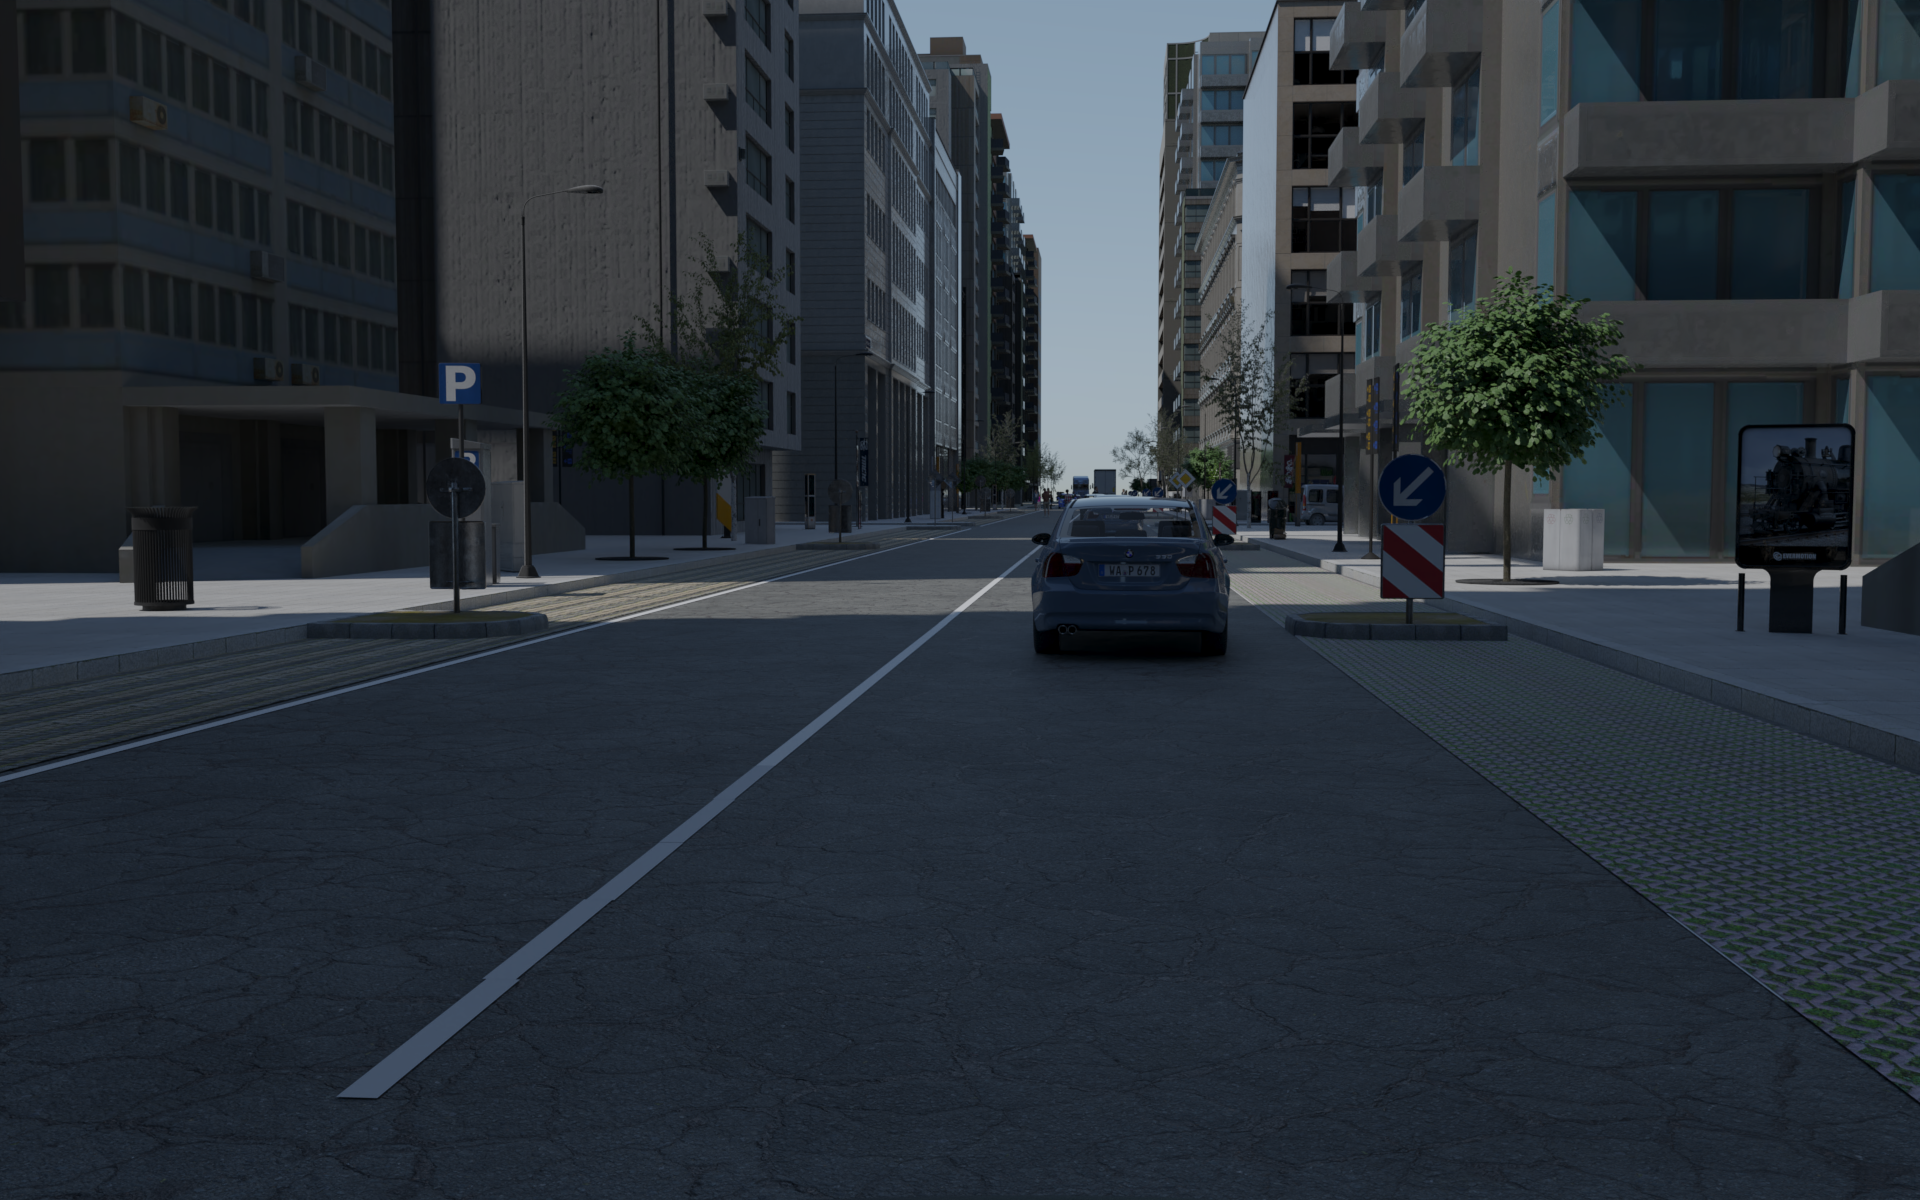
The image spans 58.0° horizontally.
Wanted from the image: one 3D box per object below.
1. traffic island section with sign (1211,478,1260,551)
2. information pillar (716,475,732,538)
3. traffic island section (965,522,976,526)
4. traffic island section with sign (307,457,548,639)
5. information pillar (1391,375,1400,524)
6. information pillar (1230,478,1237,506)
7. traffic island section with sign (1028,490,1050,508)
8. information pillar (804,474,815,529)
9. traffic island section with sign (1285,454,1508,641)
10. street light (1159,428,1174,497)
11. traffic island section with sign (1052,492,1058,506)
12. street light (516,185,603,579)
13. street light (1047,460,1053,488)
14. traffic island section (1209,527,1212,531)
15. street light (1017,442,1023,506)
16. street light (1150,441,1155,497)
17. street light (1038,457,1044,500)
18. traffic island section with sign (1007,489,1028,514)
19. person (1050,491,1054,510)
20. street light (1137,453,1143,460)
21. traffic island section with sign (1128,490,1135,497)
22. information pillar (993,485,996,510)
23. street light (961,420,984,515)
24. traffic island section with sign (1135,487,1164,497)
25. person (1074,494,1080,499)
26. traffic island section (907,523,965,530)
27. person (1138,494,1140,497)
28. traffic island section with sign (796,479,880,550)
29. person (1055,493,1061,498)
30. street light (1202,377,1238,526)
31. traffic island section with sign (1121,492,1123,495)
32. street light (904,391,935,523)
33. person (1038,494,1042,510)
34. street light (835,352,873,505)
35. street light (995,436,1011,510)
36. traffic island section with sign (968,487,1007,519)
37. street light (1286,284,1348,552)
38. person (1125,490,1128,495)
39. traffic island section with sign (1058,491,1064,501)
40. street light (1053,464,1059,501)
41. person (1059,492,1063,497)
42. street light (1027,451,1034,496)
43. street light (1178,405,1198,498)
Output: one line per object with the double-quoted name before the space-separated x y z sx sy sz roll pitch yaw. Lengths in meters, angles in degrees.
"traffic island section with sign" 6.651 -2.204 44.656 1.989 1.847 2.006 0 4 5
"information pillar" -6.819 -3.593 50.105 0.504 3.616 0.183 -3 4 -38
"traffic island section" -0.362 -3.411 78.050 2.009 0.180 2.903 0 4 5
"traffic island section with sign" -5.393 -0.570 17.947 1.989 1.847 2.006 0 4 5
"information pillar" 8.527 -2.602 33.904 0.183 3.616 0.504 1 4 18
"information pillar" 12.770 -4.667 80.801 0.304 2.012 0.304 1 4 12
"traffic island section with sign" 7.895 -10.285 176.785 1.989 1.847 2.006 0 4 5
"information pillar" -5.458 -3.579 63.002 0.304 2.012 0.304 -2 4 -30
"traffic island section with sign" 4.399 -0.561 17.795 1.989 1.847 2.006 0 4 5
"street light" 14.734 -9.089 121.148 1.470 5.913 1.316 0 4 5
"traffic island section with sign" 10.205 -11.973 204.382 1.989 1.847 2.006 0 4 5
"street light" -6.057 -3.285 26.243 1.470 5.913 1.316 0 4 5
"street light" 11.612 -16.244 238.134 1.470 5.913 1.316 0 4 5
"traffic island section" 9.028 -2.873 69.249 2.009 0.180 2.903 0 4 5
"street light" 4.758 -11.154 154.910 1.470 5.913 1.316 0 4 5
"street light" 17.262 -10.948 151.545 1.470 5.913 1.316 0 4 5
"street light" 9.701 -14.873 215.713 1.470 5.913 1.316 0 4 5
"traffic island section with sign" 3.772 -7.272 127.525 1.989 1.847 2.006 0 4 5
"person" 8.484 -9.201 159.644 0.721 1.735 1.217 0 4 -6
"street light" 21.254 -13.775 197.754 1.470 5.913 1.316 0 4 5
"traffic island section with sign" 13.507 -7.216 126.610 1.989 1.847 2.006 0 4 5
"information pillar" 2.758 -8.185 138.313 0.304 2.012 0.304 0 3 0
"street light" 0.808 -8.304 108.315 1.470 5.913 1.316 0 4 5
"traffic island section with sign" 11.205 -5.538 99.167 1.989 1.847 2.006 0 4 5
"person" 11.783 -9.923 173.976 0.697 1.427 0.421 -1 4 -22
"traffic island section" -1.028 -2.924 70.092 2.009 0.180 2.903 0 4 5
"person" 16.559 -9.105 160.620 0.557 1.426 1.065 3 5 43
"traffic island section with sign" -3.126 -2.226 45.022 1.989 1.847 2.006 0 4 5
"person" 11.938 -12.055 206.324 1.217 1.736 0.721 1 4 13
"street light" 10.422 -5.900 69.006 1.470 5.913 1.316 0 4 5
"traffic island section with sign" 17.643 -10.241 176.072 1.989 1.847 2.006 0 4 5
"street light" -1.807 -6.446 77.926 1.470 5.913 1.316 0 4 5
"person" 7.048 -8.722 154.323 0.991 1.433 0.599 1 4 23
"street light" -3.535 -5.155 56.824 1.470 5.913 1.316 0 4 5
"street light" 3.409 -10.188 139.108 1.470 5.913 1.316 0 4 5
"traffic island section with sign" 1.515 -5.619 100.491 1.989 1.847 2.006 0 4 5
"street light" 7.902 -4.027 38.385 1.470 5.913 1.316 0 4 5
"person" 15.492 -9.337 161.185 0.705 1.821 1.348 -1 4 -15
"traffic island section with sign" 14.800 -15.323 259.151 1.989 1.847 2.006 0 4 5
"street light" 14.152 -18.110 268.642 1.470 5.913 1.316 0 4 5
"person" 11.829 -11.917 204.127 0.721 1.735 1.217 -1 4 -20
"street light" 7.180 -13.014 185.316 1.470 5.913 1.316 0 4 5
"street light" 12.284 -7.230 90.745 1.470 5.913 1.316 0 4 5
